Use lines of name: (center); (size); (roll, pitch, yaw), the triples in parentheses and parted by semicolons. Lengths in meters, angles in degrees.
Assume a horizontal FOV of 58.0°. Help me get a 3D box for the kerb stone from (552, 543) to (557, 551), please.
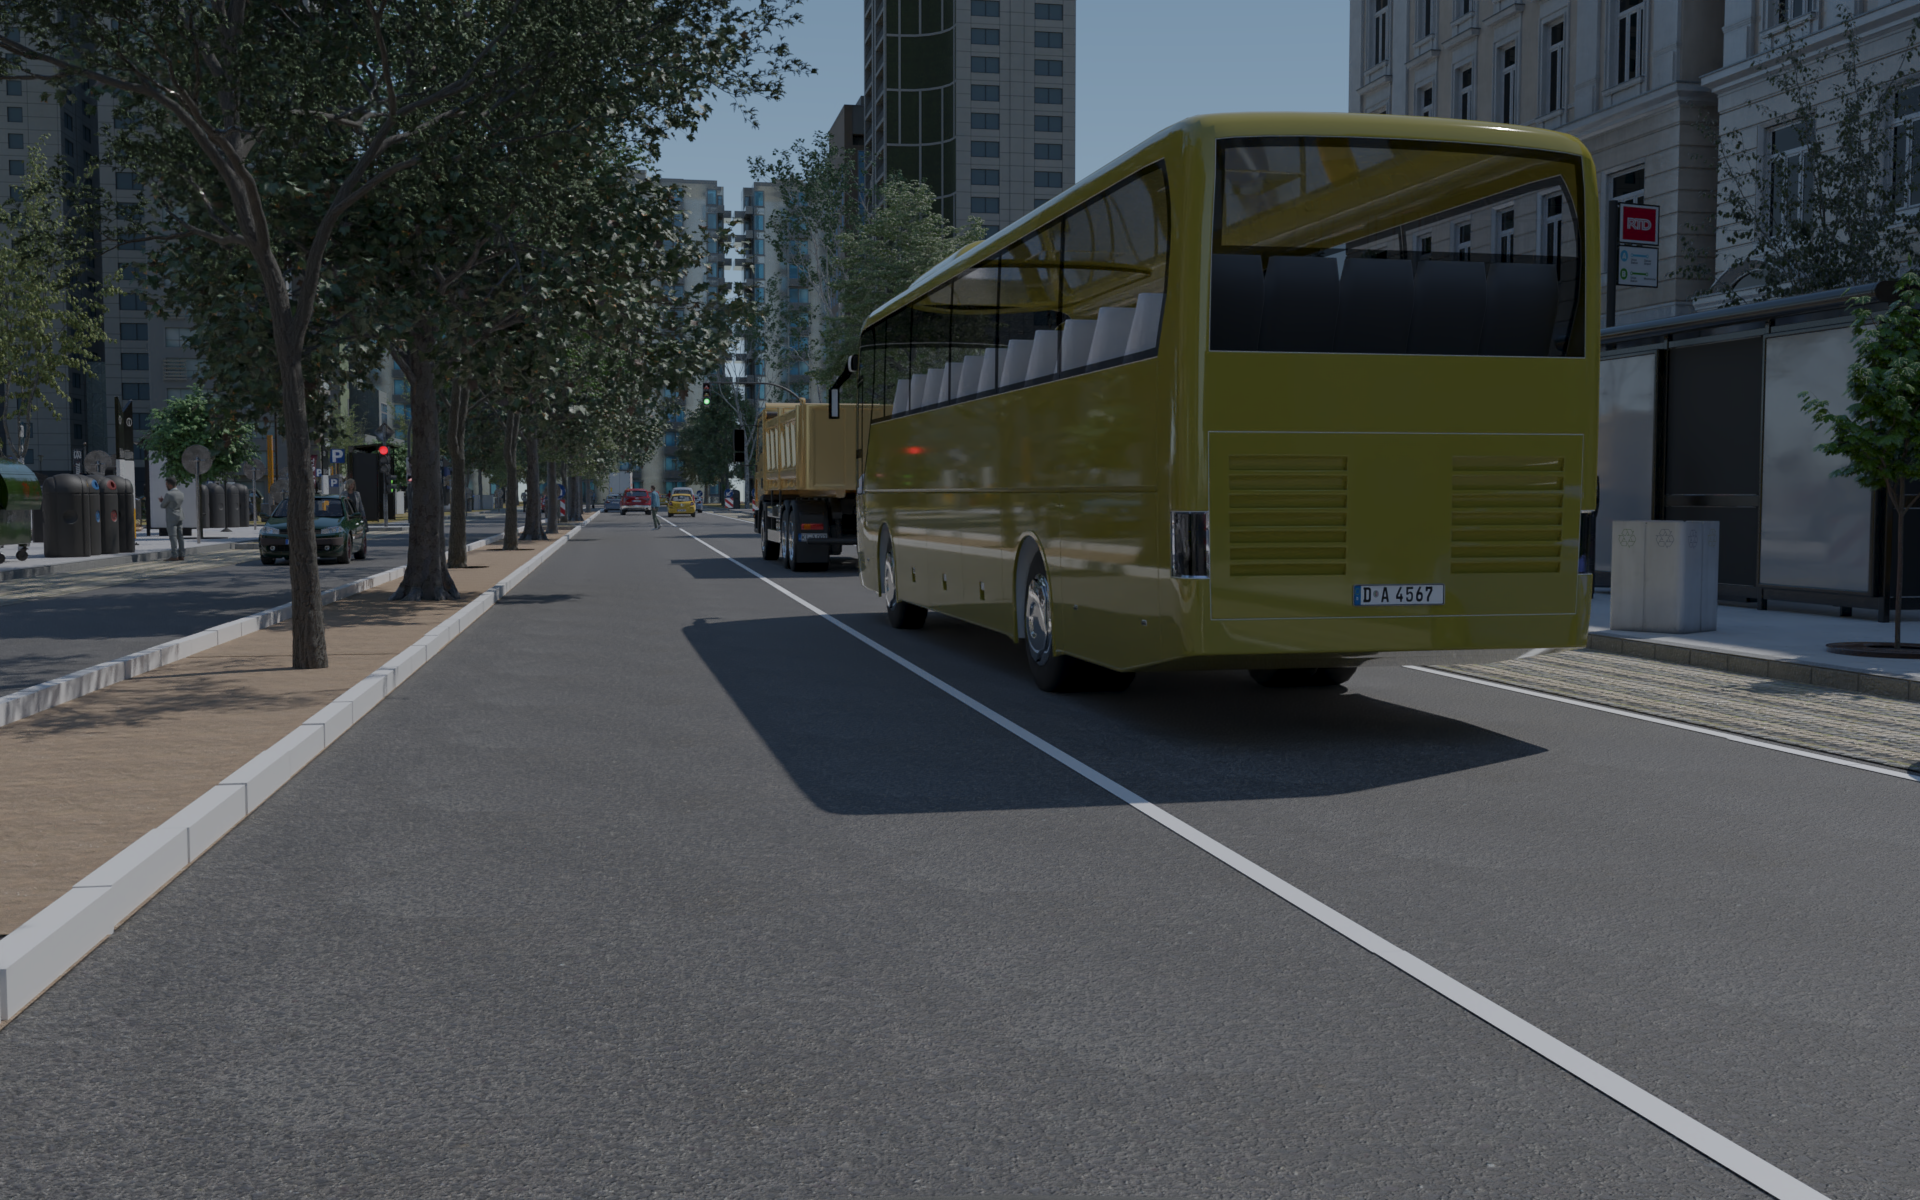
kerb stone: (-10.000, -1.235, 42.392); (0.120, 0.150, 1.000); (-1, 4, -11)

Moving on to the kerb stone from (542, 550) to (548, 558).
kerb stone: (-9.025, -0.928, 37.368); (0.120, 0.150, 1.000); (-1, 4, -11)

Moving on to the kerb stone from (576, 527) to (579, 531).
kerb stone: (-13.931, -2.466, 62.540); (0.120, 0.150, 1.000); (-1, 4, -11)

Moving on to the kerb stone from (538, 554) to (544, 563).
kerb stone: (-8.637, -0.805, 35.359); (0.120, 0.150, 1.000); (-1, 4, -11)

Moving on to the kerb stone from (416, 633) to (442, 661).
kerb stone: (-4.700, 0.429, 15.242); (0.120, 0.150, 1.000); (-1, 4, -11)

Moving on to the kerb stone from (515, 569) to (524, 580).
kerb stone: (-7.255, -0.374, 28.318); (0.120, 0.150, 1.000); (-1, 4, -11)

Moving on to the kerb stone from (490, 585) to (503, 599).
kerb stone: (-6.279, -0.066, 23.280); (0.120, 0.150, 1.000); (-1, 4, -11)

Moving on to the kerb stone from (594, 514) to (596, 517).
kerb stone: (-21.098, -4.713, 99.252); (0.120, 0.150, 1.000); (-1, 4, -11)

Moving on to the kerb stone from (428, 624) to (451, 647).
kerb stone: (-4.906, 0.364, 16.243); (0.120, 0.150, 1.000); (-1, 4, -11)

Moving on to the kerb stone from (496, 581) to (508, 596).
kerb stone: (-6.464, -0.128, 24.290); (0.120, 0.150, 1.000); (-1, 4, -11)

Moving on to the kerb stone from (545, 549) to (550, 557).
kerb stone: (-9.222, -0.989, 38.371); (0.120, 0.150, 1.000); (-1, 4, -11)

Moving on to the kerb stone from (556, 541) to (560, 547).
kerb stone: (-10.392, -1.355, 44.401); (0.120, 0.150, 1.000); (-1, 4, -11)

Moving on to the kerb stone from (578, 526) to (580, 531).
kerb stone: (-14.325, -2.590, 64.547); (0.120, 0.150, 1.000); (-1, 4, -11)

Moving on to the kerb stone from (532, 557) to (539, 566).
kerb stone: (-8.238, -0.677, 33.344); (0.120, 0.150, 1.000); (-1, 4, -11)

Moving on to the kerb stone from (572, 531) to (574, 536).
kerb stone: (-12.755, -2.098, 56.502); (0.120, 0.150, 1.000); (-1, 4, -11)

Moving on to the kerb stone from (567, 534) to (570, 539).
kerb stone: (-11.972, -1.848, 52.476); (0.120, 0.150, 1.000); (-1, 4, -11)

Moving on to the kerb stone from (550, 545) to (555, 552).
kerb stone: (-9.809, -1.174, 41.388); (0.120, 0.150, 1.000); (-1, 4, -11)

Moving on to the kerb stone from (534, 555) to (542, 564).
kerb stone: (-8.431, -0.743, 34.351); (0.120, 0.150, 1.000); (-1, 4, -11)

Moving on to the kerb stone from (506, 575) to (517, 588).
kerb stone: (-6.858, -0.250, 26.296); (0.120, 0.150, 1.000); (-1, 4, -11)

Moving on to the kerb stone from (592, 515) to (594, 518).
kerb stone: (-20.114, -4.402, 94.212); (0.120, 0.150, 1.000); (-1, 4, -11)

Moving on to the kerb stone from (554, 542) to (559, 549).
kerb stone: (-10.201, -1.297, 43.394); (0.120, 0.150, 1.000); (-1, 4, -11)

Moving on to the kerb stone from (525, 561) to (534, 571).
kerb stone: (-7.839, -0.559, 31.328); (0.120, 0.150, 1.000); (-1, 4, -11)

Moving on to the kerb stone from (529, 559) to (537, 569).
kerb stone: (-8.036, -0.619, 32.331); (0.120, 0.150, 1.000); (-1, 4, -11)

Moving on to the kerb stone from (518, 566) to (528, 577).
kerb stone: (-7.453, -0.436, 29.321); (0.120, 0.150, 1.000); (-1, 4, -11)

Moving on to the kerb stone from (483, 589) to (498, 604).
kerb stone: (-6.078, -0.005, 22.271); (0.120, 0.150, 1.000); (-1, 4, -11)

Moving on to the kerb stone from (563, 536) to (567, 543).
kerb stone: (-11.376, -1.667, 49.447); (0.120, 0.150, 1.000); (-1, 4, -11)

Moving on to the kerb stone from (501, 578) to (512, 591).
kerb stone: (-6.667, -0.189, 25.292); (0.120, 0.150, 1.000); (-1, 4, -11)

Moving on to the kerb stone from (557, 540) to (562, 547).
kerb stone: (-10.589, -1.420, 45.415); (0.120, 0.150, 1.000); (-1, 4, -11)

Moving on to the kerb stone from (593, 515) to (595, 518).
kerb stone: (-20.517, -4.527, 96.229); (0.120, 0.150, 1.000); (-1, 4, -11)

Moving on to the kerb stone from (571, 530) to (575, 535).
kerb stone: (-12.955, -2.160, 57.504); (0.120, 0.150, 1.000); (-1, 4, -11)

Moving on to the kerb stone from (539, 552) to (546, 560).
kerb stone: (-8.822, -0.867, 36.364); (0.120, 0.150, 1.000); (-1, 4, -11)

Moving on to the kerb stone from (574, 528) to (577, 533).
kerb stone: (-13.545, -2.340, 60.531); (0.120, 0.150, 1.000); (-1, 4, -11)

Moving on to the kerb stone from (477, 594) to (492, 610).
kerb stone: (-5.875, 0.057, 21.270); (0.120, 0.150, 1.000); (-1, 4, -11)

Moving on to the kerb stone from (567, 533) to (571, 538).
kerb stone: (-12.170, -1.913, 53.481); (0.120, 0.150, 1.000); (-1, 4, -11)

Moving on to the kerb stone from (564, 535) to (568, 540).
kerb stone: (-11.570, -1.728, 50.454); (0.120, 0.150, 1.000); (-1, 4, -11)

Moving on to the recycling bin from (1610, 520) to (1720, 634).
recycling bin: (6.624, -0.228, 16.287); (0.722, 1.027, 0.722); (-3, 5, -40)

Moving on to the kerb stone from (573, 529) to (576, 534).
kerb stone: (-13.146, -2.216, 58.512); (0.120, 0.150, 1.000); (-1, 4, -11)

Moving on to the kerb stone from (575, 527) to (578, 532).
kerb stone: (-13.737, -2.406, 61.537); (0.120, 0.150, 1.000); (-1, 4, -11)

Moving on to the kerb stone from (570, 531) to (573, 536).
kerb stone: (-12.555, -2.036, 55.492); (0.120, 0.150, 1.000); (-1, 4, -11)

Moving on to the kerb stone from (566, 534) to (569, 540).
kerb stone: (-11.778, -1.790, 51.470); (0.120, 0.150, 1.000); (-1, 4, -11)

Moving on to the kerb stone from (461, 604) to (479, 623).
kerb stone: (-5.485, 0.180, 19.258); (0.120, 0.150, 1.000); (-1, 4, -11)

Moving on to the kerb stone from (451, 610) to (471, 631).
kerb stone: (-5.289, 0.241, 18.255); (0.120, 0.150, 1.000); (-1, 4, -11)

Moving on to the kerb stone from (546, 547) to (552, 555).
kerb stone: (-9.414, -1.051, 39.375); (0.120, 0.150, 1.000); (-1, 4, -11)

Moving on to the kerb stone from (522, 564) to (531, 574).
kerb stone: (-7.651, -0.497, 30.323); (0.120, 0.150, 1.000); (-1, 4, -11)

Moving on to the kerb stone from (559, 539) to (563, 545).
kerb stone: (-10.792, -1.482, 46.418); (0.120, 0.150, 1.000); (-1, 4, -11)

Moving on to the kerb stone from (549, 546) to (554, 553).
kerb stone: (-9.611, -1.112, 40.381); (0.120, 0.150, 1.000); (-1, 4, -11)

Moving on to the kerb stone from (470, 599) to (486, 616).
kerb stone: (-5.682, 0.120, 20.266); (0.120, 0.150, 1.000); (-1, 4, -11)

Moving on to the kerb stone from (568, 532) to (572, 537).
kerb stone: (-12.361, -1.971, 54.488); (0.120, 0.150, 1.000); (-1, 4, -11)

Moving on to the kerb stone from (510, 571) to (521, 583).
kerb stone: (-7.055, -0.312, 27.299); (0.120, 0.150, 1.000); (-1, 4, -11)

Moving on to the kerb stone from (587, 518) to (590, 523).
kerb stone: (-18.160, -3.790, 84.163); (0.120, 0.150, 1.000); (-1, 4, -11)

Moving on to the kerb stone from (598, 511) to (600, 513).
kerb stone: (-24.241, -5.695, 115.349); (0.120, 0.150, 1.000); (-1, 4, -11)

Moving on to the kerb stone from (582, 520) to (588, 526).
kerb stone: (-16.970, -3.421, 78.121); (0.120, 0.150, 1.000); (-1, 4, -11)

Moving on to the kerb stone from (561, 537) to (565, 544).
kerb stone: (-11.188, -1.603, 48.434); (0.120, 0.150, 1.000); (-1, 4, -11)

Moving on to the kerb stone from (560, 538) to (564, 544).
kerb stone: (-10.986, -1.543, 47.426); (0.120, 0.150, 1.000); (-1, 4, -11)

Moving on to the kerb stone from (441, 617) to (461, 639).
kerb stone: (-5.099, 0.303, 17.246); (0.120, 0.150, 1.000); (-1, 4, -11)
